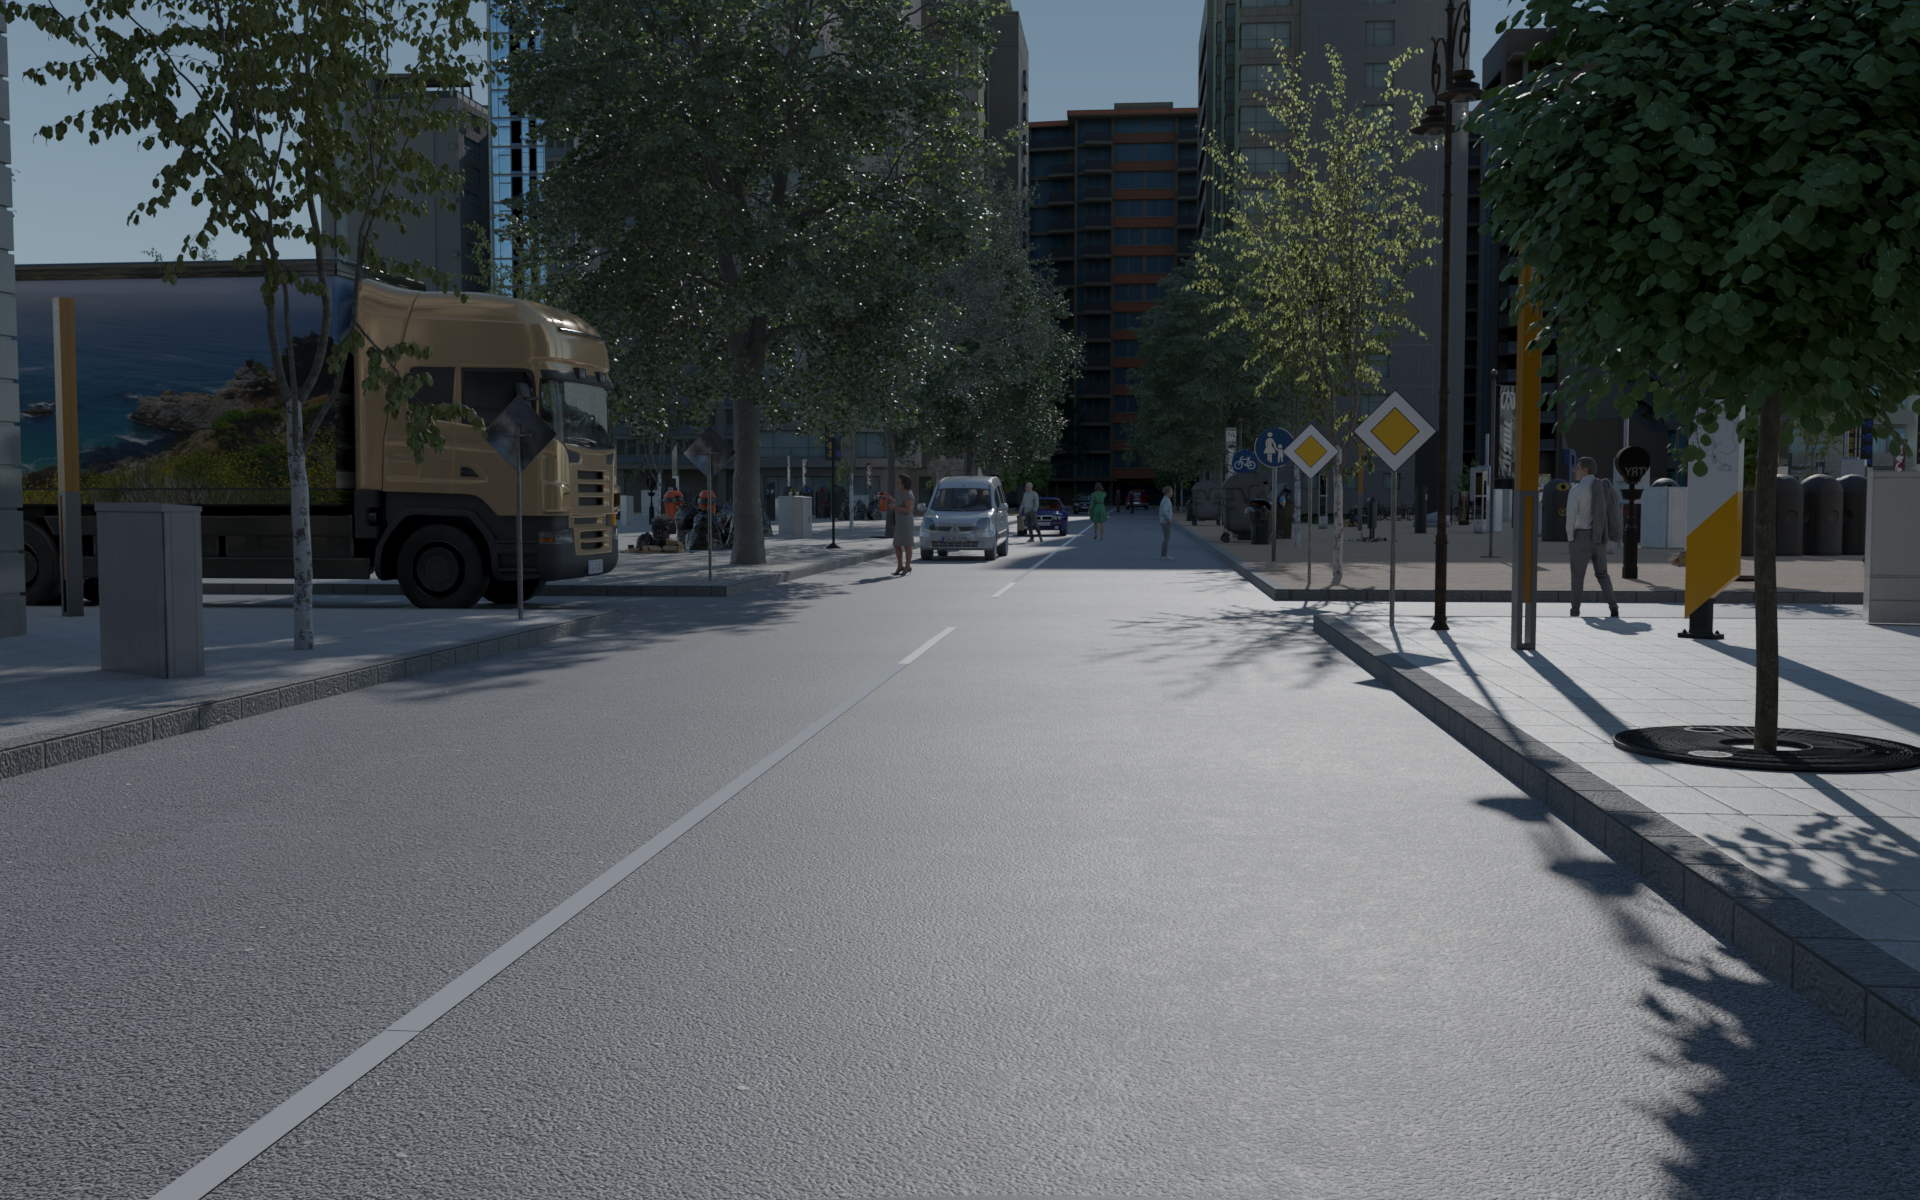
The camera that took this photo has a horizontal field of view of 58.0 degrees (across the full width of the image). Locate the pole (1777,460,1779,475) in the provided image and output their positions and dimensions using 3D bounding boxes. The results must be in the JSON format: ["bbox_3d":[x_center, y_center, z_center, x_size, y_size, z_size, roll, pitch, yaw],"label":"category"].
[{"bbox_3d":[23.044,-3.375,49.025,0.158,3.312,0.155,0,3,0],"label":"pole"}]

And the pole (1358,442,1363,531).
[{"bbox_3d":[14.056,-4.093,60.769,0.158,3.312,0.155,0,3,0],"label":"pole"}]

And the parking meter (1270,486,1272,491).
[{"bbox_3d":[9.244,-2.584,50.651,0.372,1.533,0.369,0,3,0],"label":"parking meter"}]

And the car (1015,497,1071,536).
[{"bbox_3d":[2.903,-2.932,60.512,1.945,1.354,3.894,0,4,4],"label":"car"}]

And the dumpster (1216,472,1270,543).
[{"bbox_3d":[7.574,-2.466,46.082,1.264,1.857,1.865,0,4,6],"label":"dumpster"}]

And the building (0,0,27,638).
[{"bbox_3d":[-23.685,-14.281,10.989,29.804,29.767,11.434,0,4,6],"label":"building"}]

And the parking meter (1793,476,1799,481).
[{"bbox_3d":[27.673,-3.176,57.637,0.255,1.863,0.399,-1,4,-9],"label":"parking meter"}]

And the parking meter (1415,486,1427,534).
[{"bbox_3d":[15.003,-2.934,56.380,0.372,1.533,0.369,0,3,0],"label":"parking meter"}]

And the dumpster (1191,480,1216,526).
[{"bbox_3d":[10.008,-3.936,70.105,1.264,1.857,1.865,0,4,6],"label":"dumpster"}]

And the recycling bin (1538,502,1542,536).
[{"bbox_3d":[17.930,-2.525,53.830,0.722,1.027,0.722,3,5,43],"label":"recycling bin"}]

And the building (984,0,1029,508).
[{"bbox_3d":[-4.692,-33.024,163.636,21.600,48.544,21.300,0,4,6],"label":"building"}]

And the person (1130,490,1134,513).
[{"bbox_3d":[12.704,-7.257,128.073,0.530,1.710,0.541,2,4,33],"label":"person"}]

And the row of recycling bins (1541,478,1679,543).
[{"bbox_3d":[17.363,-2.395,46.270,3.534,1.692,1.069,2,4,29],"label":"row of recycling bins"}]

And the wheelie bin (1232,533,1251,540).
[{"bbox_3d":[8.317,-2.630,50.912,0.980,1.594,0.693,-1,4,-11],"label":"wheelie bin"}]

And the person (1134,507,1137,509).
[{"bbox_3d":[16.735,-9.540,165.214,1.217,1.736,0.721,1,4,10],"label":"person"}]

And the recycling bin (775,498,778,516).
[{"bbox_3d":[-10.146,-5.328,99.672,0.722,1.027,0.722,-3,5,-40],"label":"recycling bin"}]

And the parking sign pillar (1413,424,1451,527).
[{"bbox_3d":[18.337,-4.814,67.177,1.447,3.967,1.447,3,4,39],"label":"parking sign pillar"}]

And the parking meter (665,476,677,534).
[{"bbox_3d":[-9.235,-3.040,55.422,0.399,1.863,0.255,-1,4,-8],"label":"parking meter"}]

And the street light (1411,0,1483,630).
[{"bbox_3d":[4.541,-2.656,16.209,0.468,5.910,1.993,0,4,6],"label":"street light"}]

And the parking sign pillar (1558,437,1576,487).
[{"bbox_3d":[26.205,-5.277,74.758,1.447,3.967,1.447,2,4,34],"label":"parking sign pillar"}]

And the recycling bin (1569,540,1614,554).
[{"bbox_3d":[13.576,-1.509,37.227,0.722,1.027,0.722,0,4,-5],"label":"recycling bin"}]

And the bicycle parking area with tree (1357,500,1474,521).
[{"bbox_3d":[23.187,-6.017,85.385,9.016,4.147,8.231,2,4,25],"label":"bicycle parking area with tree"}]

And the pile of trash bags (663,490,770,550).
[{"bbox_3d":[-5.855,-1.930,41.307,1.912,1.369,3.447,-1,4,-16],"label":"pile of trash bags"}]

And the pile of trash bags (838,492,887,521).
[{"bbox_3d":[-4.432,-4.539,83.965,1.912,1.369,3.447,-3,4,-37],"label":"pile of trash bags"}]

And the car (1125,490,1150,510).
[{"bbox_3d":[16.322,-9.229,159.561,2.281,1.827,5.304,0,4,6],"label":"car"}]

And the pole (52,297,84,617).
[{"bbox_3d":[-9.314,-1.483,18.085,0.158,3.312,0.155,0,3,0],"label":"pole"}]

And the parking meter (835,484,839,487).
[{"bbox_3d":[-7.143,-5.728,99.368,0.399,1.863,0.255,-1,4,-11],"label":"parking meter"}]

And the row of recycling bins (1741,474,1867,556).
[{"bbox_3d":[17.572,-1.781,36.235,3.534,1.692,1.069,-1,4,-14],"label":"row of recycling bins"}]

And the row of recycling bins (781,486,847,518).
[{"bbox_3d":[-7.828,-5.241,92.800,3.534,1.692,1.069,-1,4,-10],"label":"row of recycling bins"}]

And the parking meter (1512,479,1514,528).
[{"bbox_3d":[20.923,-3.631,65.076,0.255,1.863,0.399,3,4,36],"label":"parking meter"}]

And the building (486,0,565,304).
[{"bbox_3d":[-30.982,-52.062,163.886,31.000,86.520,22.319,0,4,6],"label":"building"}]

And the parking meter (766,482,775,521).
[{"bbox_3d":[-9.097,-4.740,83.212,0.399,1.863,0.255,-3,5,-40],"label":"parking meter"}]

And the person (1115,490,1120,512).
[{"bbox_3d":[12.273,-7.696,134.874,0.434,1.755,0.990,0,4,-3],"label":"person"}]

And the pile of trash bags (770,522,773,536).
[{"bbox_3d":[-7.387,-2.577,51.890,3.447,1.369,1.912,-3,5,-44],"label":"pile of trash bags"}]

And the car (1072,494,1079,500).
[{"bbox_3d":[10.261,-8.094,142.561,2.015,1.641,3.980,0,4,5],"label":"car"}]

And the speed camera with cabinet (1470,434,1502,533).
[{"bbox_3d":[17.521,-3.873,57.658,0.660,3.252,2.038,2,4,31],"label":"speed camera with cabinet"}]

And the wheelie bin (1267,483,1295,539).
[{"bbox_3d":[9.187,-2.556,49.698,0.693,1.594,0.980,-1,4,-18],"label":"wheelie bin"}]

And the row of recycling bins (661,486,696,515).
[{"bbox_3d":[-13.846,-4.769,85.082,1.069,1.692,3.534,1,4,13],"label":"row of recycling bins"}]

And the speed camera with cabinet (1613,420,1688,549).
[{"bbox_3d":[16.372,-2.859,41.076,0.660,3.252,2.038,-1,4,-16],"label":"speed camera with cabinet"}]

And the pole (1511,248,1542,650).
[{"bbox_3d":[4.664,-1.248,14.242,0.158,3.312,0.155,0,3,0],"label":"pole"}]

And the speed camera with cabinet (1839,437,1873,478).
[{"bbox_3d":[22.085,-2.970,42.901,0.660,3.252,2.038,2,4,31],"label":"speed camera with cabinet"}]

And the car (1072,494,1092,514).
[{"bbox_3d":[9.028,-6.981,123.923,2.009,1.686,4.222,0,4,7],"label":"car"}]

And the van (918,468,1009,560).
[{"bbox_3d":[0.130,-1.946,38.830,2.013,2.044,4.112,0,4,7],"label":"van"}]

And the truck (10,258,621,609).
[{"bbox_3d":[-9.442,-2.029,22.092,11.283,4.237,2.839,0,4,7],"label":"truck"}]

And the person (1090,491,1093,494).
[{"bbox_3d":[12.810,-9.836,170.113,0.721,1.735,1.217,2,4,25],"label":"person"}]
